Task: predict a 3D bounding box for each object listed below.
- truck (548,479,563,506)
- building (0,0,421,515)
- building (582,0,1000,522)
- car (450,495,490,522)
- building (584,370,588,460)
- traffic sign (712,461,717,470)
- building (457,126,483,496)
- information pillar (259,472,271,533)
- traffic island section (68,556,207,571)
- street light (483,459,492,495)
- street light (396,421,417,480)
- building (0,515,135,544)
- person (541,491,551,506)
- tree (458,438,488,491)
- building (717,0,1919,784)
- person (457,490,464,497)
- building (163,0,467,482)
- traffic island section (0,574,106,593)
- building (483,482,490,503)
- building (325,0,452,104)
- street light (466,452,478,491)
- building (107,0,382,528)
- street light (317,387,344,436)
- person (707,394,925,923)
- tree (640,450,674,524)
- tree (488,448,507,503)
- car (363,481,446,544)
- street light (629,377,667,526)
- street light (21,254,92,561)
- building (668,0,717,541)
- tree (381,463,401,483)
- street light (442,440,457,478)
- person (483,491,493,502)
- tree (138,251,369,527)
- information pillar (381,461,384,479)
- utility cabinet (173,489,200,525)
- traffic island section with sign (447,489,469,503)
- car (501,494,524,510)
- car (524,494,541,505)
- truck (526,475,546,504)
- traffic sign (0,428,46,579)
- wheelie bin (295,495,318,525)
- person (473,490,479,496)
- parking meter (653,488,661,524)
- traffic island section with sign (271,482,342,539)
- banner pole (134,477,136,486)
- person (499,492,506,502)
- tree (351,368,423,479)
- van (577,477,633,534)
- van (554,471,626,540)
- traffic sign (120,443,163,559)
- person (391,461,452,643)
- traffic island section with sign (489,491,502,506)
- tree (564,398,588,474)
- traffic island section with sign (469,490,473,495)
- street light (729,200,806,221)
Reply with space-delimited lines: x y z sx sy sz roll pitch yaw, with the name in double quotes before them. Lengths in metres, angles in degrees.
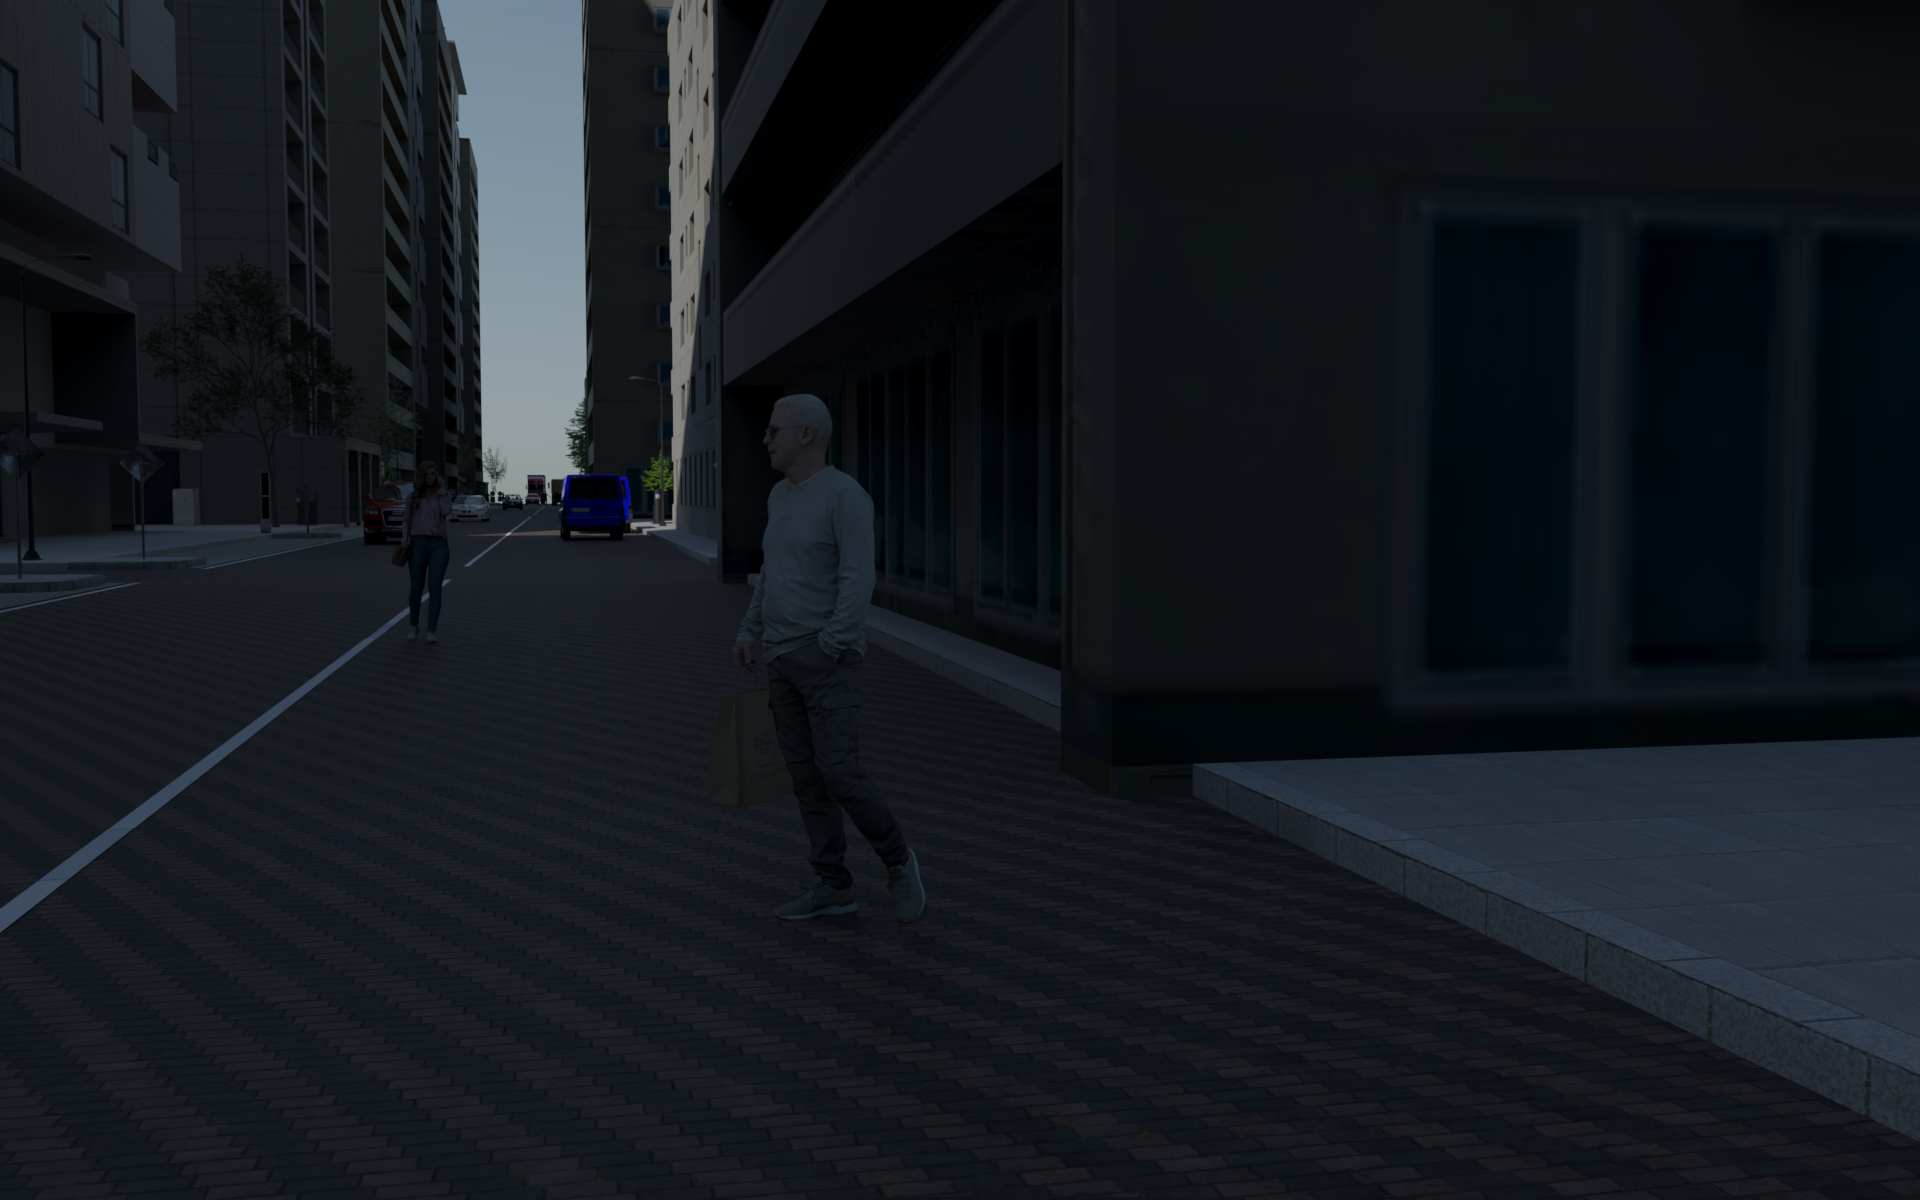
"truck" -50.303 -13.628 218.747 3.469 3.379 9.791 -1 4 -13
"building" -57.166 -33.501 136.978 28.713 52.752 27.495 -1 4 -13
"building" -10.824 -29.161 100.489 21.300 48.544 21.600 -1 4 -13
"car" -25.578 -4.774 90.419 2.083 1.381 4.827 -1 4 -12
"building" -40.777 -25.036 254.369 27.650 21.520 28.899 -1 4 -13
"traffic sign" -4.815 -2.009 36.494 0.795 2.450 0.064 -1 4 -13
"building" -73.067 -36.605 222.200 21.300 48.544 21.600 -1 4 -13
"information pillar" -22.855 -3.209 56.959 0.304 2.012 0.304 -2 4 -26
"traffic island section" -16.042 -0.717 33.997 2.009 0.180 2.903 -1 4 -13
"street light" -62.770 -15.747 230.001 1.470 5.913 1.316 -1 4 -13
"street light" -34.739 -8.327 108.691 1.470 5.913 1.316 -1 4 -13
"building" -36.586 -27.765 43.195 28.713 52.752 27.495 -1 4 -13
"person" -49.787 -12.214 208.204 1.348 1.822 0.705 1 4 18
"tree" -53.131 -14.146 181.643 4.737 8.622 4.395 0 3 0
"building" 8.737 -24.193 19.254 21.300 48.544 21.600 -1 4 -13
"person" -36.312 -7.145 125.996 0.551 1.740 0.621 -2 4 -24
"building" -71.277 -37.193 197.341 28.713 52.752 27.495 -1 4 -13
"traffic island section" -14.247 -0.241 26.216 2.009 0.180 2.903 -1 4 -13
"building" -83.402 -33.739 243.516 32.217 40.220 23.993 -1 4 -13
"building" -58.913 -32.915 161.854 21.300 48.544 21.600 -1 4 -13
"street light" -53.407 -13.256 189.280 1.470 5.913 1.316 -1 4 -13
"building" -38.282 -39.199 79.155 20.563 71.187 20.611 -1 4 -13
"street light" -27.012 -6.235 74.478 1.470 5.913 1.316 -1 4 -13
"person" -0.514 0.187 5.937 0.515 1.767 0.782 -3 5 -40
"tree" -13.146 -4.955 75.608 1.663 3.219 1.824 0 3 0
"tree" -70.572 -19.083 262.368 4.737 8.622 4.395 0 3 0
"car" -16.399 -2.606 51.279 2.281 1.827 5.304 -1 4 -13
"street light" -12.381 -5.887 68.795 1.470 5.913 1.316 -1 4 -13
"street light" -17.458 -3.728 33.495 1.470 5.913 1.316 -1 4 -13
"building" 6.339 -12.812 54.509 28.899 21.520 27.650 -1 4 -13
"tree" -35.004 -6.816 106.047 1.663 3.219 1.824 0 3 0
"street light" -44.085 -10.818 149.416 1.470 5.913 1.316 -1 4 -13
"person" -49.118 -10.475 179.897 1.348 1.807 0.705 -3 5 -41
"tree" -26.665 -8.090 66.688 7.601 10.594 8.767 2 4 33
"information pillar" -34.951 -6.914 104.400 0.504 3.616 0.183 1 4 18
"utility cabinet" -31.276 -3.750 69.984 1.173 1.500 0.318 2 4 26
"traffic island section with sign" -38.440 -7.486 131.022 1.989 1.847 2.006 -1 4 -13
"car" -40.586 -9.015 157.187 2.009 1.686 4.222 -1 4 -13
"car" -55.103 -13.102 223.259 2.155 1.783 4.494 -1 4 -12
"truck" -62.060 -16.202 253.819 2.839 4.237 11.283 -1 4 -12
"traffic sign" -14.226 -1.377 26.159 0.795 2.450 0.064 -1 4 -13
"wheelie bin" -26.729 -3.858 70.982 0.693 1.594 0.980 1 4 18
"person" -44.742 -9.283 160.234 0.705 1.831 1.348 2 4 34
"parking meter" -12.941 -4.013 74.024 0.372 1.533 0.369 0 3 0
"traffic island section with sign" -21.199 -2.915 56.292 1.989 1.847 2.006 -1 4 -13
"banner pole" -32.838 -4.811 68.669 0.401 3.779 0.863 0 4 -2
"person" -62.034 -13.826 235.371 1.217 1.723 0.721 0 4 5
"tree" -33.550 -9.204 100.847 4.360 8.622 3.978 0 3 0
"van" -13.288 -3.670 64.382 2.240 2.365 5.245 -1 4 -14
"van" -11.852 -3.129 55.538 2.240 2.365 5.245 -1 4 -14
"traffic sign" -16.021 -1.853 33.940 0.795 2.450 0.064 -1 4 -13
"person" -5.225 -0.477 16.881 0.593 1.750 0.643 -1 4 -10
"traffic island section with sign" -57.022 -12.414 211.599 1.989 1.847 2.006 -1 4 -13
"tree" -40.177 -16.705 191.255 7.486 12.596 7.792 0 3 0
"traffic island section with sign" -44.608 -9.122 157.773 1.989 1.847 2.006 -1 4 -13
"street light" -2.952 -3.370 27.637 1.470 5.913 1.316 -1 4 -13
